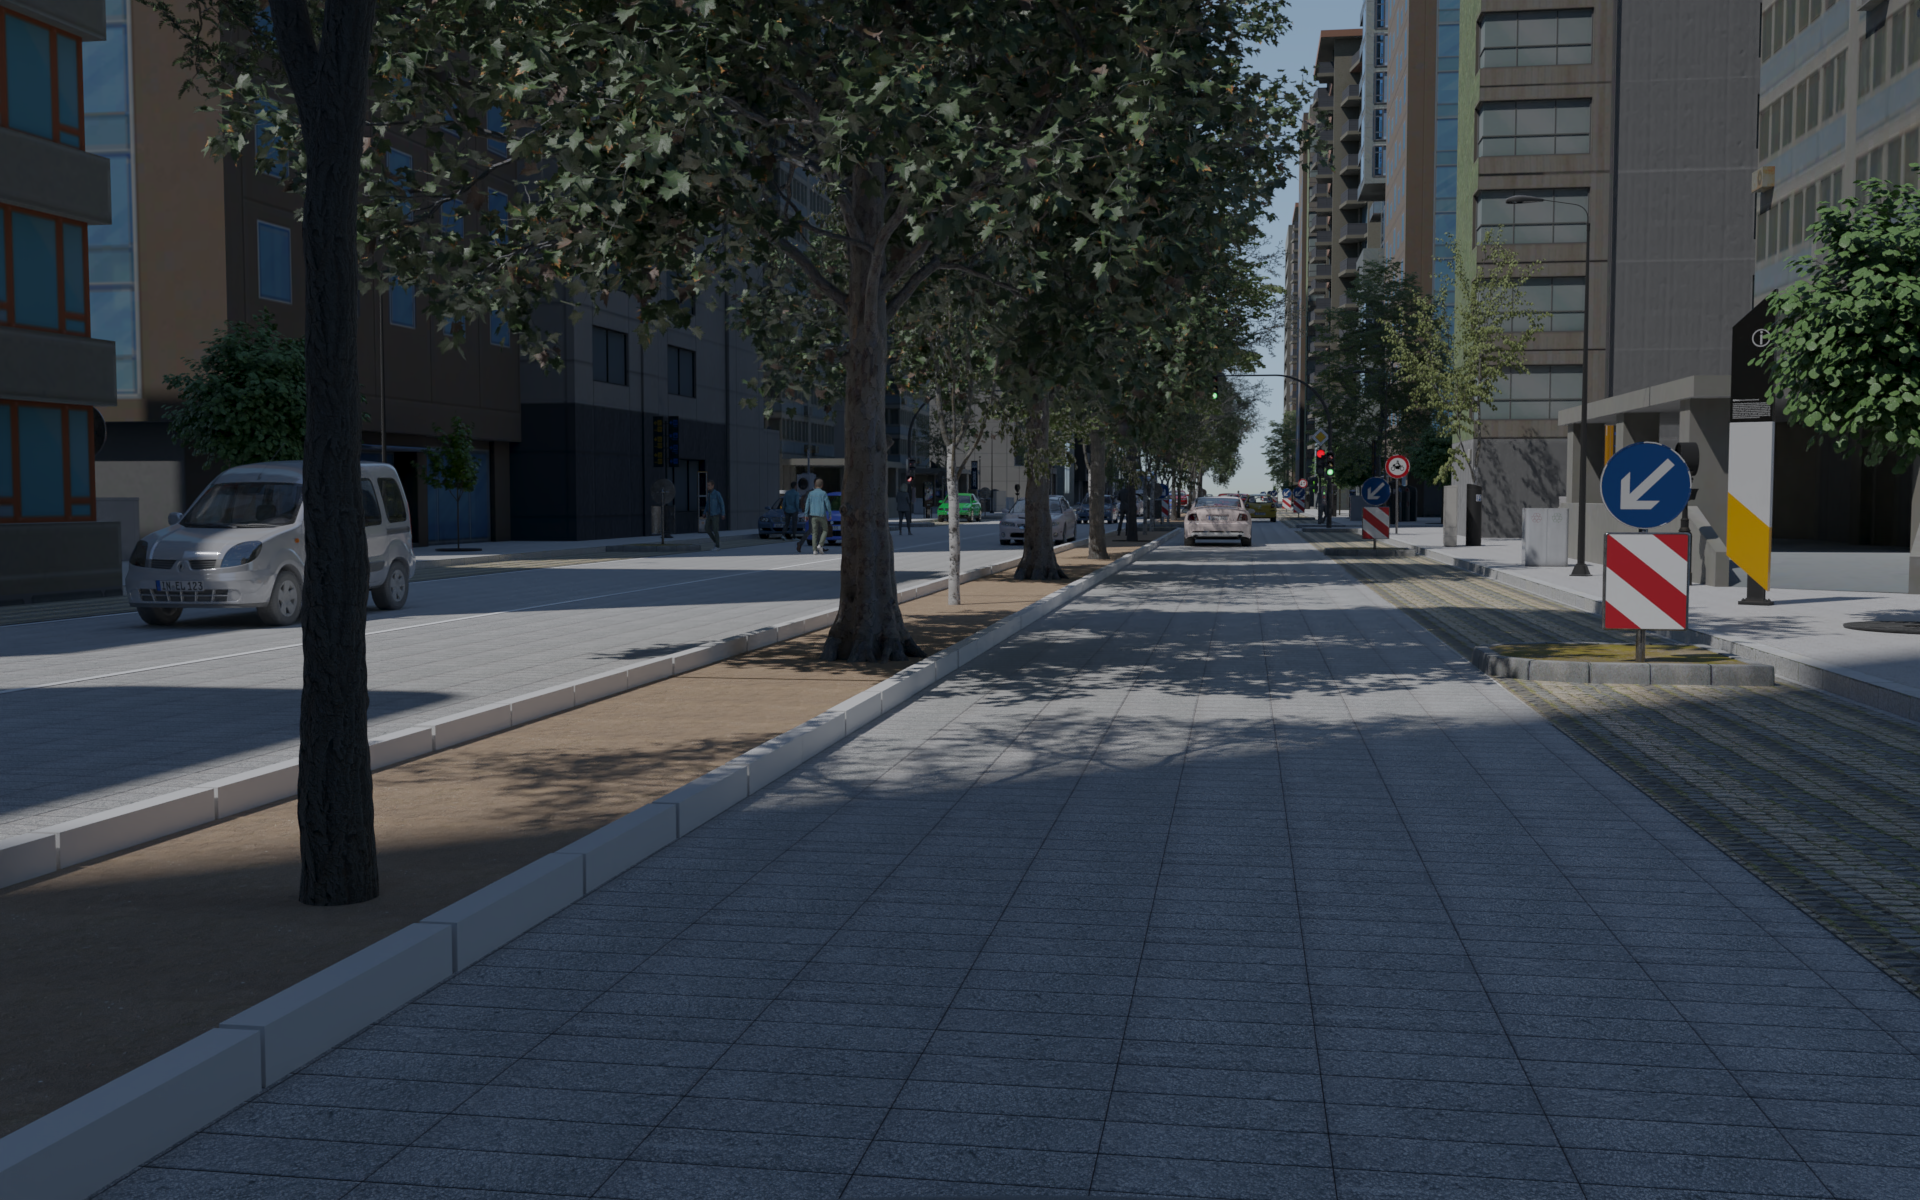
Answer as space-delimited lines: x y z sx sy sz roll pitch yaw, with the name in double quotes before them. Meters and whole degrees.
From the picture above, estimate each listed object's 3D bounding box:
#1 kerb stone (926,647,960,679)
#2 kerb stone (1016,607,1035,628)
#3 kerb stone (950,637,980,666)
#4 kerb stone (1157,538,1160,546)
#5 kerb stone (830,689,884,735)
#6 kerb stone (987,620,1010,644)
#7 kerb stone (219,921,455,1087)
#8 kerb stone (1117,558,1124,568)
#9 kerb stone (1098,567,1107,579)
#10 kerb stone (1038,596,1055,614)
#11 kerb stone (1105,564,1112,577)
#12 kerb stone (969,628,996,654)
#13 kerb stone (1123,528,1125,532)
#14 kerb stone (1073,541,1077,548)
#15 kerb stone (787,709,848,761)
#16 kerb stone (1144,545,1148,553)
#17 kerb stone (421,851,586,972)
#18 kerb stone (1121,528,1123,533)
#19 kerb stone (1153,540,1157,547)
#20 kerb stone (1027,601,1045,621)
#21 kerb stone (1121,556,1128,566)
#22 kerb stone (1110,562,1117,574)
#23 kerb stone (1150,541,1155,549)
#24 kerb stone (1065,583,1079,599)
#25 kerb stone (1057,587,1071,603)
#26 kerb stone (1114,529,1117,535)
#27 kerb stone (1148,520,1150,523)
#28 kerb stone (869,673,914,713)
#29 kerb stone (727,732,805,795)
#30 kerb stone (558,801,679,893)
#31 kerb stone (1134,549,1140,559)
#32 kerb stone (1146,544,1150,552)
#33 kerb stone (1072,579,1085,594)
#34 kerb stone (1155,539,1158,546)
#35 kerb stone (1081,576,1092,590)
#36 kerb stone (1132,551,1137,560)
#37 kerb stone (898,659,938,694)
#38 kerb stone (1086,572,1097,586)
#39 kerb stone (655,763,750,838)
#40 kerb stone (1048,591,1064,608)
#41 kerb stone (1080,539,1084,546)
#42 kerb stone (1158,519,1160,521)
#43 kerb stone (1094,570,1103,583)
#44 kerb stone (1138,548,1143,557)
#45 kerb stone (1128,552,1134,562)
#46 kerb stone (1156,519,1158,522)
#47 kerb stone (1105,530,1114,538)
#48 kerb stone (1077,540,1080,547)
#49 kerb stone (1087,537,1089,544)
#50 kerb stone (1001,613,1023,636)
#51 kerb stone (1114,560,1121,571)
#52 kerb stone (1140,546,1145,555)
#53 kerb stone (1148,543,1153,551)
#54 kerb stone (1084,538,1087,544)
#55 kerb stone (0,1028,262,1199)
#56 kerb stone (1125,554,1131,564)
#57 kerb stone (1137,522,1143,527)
"kerb stone" -0.160 0.514 13.787 0.120 0.150 1.000 1 4 9
"kerb stone" 0.670 0.209 18.845 0.120 0.150 1.000 1 4 9
"kerb stone" 0.011 0.453 14.800 0.120 0.150 1.000 1 4 9
"kerb stone" 5.306 -1.528 47.204 0.120 0.150 1.000 1 4 9
"kerb stone" -0.652 0.700 10.748 0.120 0.150 1.000 1 4 9
"kerb stone" 0.338 0.332 16.818 0.120 0.150 1.000 1 4 9
"kerb stone" -1.654 1.071 4.680 0.120 0.150 1.000 1 4 9
"kerb stone" 2.991 -0.660 33.024 0.120 0.150 1.000 1 4 9
"kerb stone" 2.322 -0.414 28.969 0.120 0.150 1.000 1 4 9
"kerb stone" 1.000 0.083 20.877 0.120 0.150 1.000 1 4 9
"kerb stone" 2.493 -0.475 29.980 0.120 0.150 1.000 1 4 9
"kerb stone" 0.175 0.391 15.809 0.120 0.150 1.000 1 4 9
"kerb stone" 5.882 -2.540 63.720 0.120 0.150 1.000 1 4 9
"kerb stone" 2.903 -1.425 45.487 0.120 0.150 1.000 1 4 9
"kerb stone" -0.819 0.766 9.740 0.120 0.150 1.000 1 4 9
"kerb stone" 4.314 -1.157 41.118 0.120 0.150 1.000 1 4 9
"kerb stone" -1.484 1.010 5.689 0.120 0.150 1.000 1 4 9
"kerb stone" 5.715 -2.478 62.706 0.120 0.150 1.000 1 4 9
"kerb stone" 4.975 -1.405 45.172 0.120 0.150 1.000 1 4 9
"kerb stone" 0.833 0.145 19.854 0.120 0.150 1.000 1 4 9
"kerb stone" 3.150 -0.724 34.034 0.120 0.150 1.000 1 4 9
"kerb stone" 2.663 -0.532 30.989 0.120 0.150 1.000 1 4 9
"kerb stone" 4.813 -1.343 44.149 0.120 0.150 1.000 1 4 9
"kerb stone" 1.497 -0.104 23.909 0.120 0.150 1.000 1 4 9
"kerb stone" 1.329 -0.042 22.901 0.120 0.150 1.000 1 4 9
"kerb stone" 5.221 -2.292 59.675 0.120 0.150 1.000 1 4 9
"kerb stone" 8.622 -3.560 80.452 0.120 0.150 1.000 1 4 9
"kerb stone" -0.484 0.638 11.761 0.120 0.150 1.000 1 4 9
"kerb stone" -0.979 0.824 8.730 0.120 0.150 1.000 1 4 9
"kerb stone" -1.319 0.953 6.711 0.120 0.150 1.000 1 4 9
"kerb stone" 3.819 -0.964 38.081 0.120 0.150 1.000 1 4 9
"kerb stone" 4.472 -1.219 42.133 0.120 0.150 1.000 1 4 9
"kerb stone" 1.658 -0.167 24.929 0.120 0.150 1.000 1 4 9
"kerb stone" 5.139 -1.460 46.189 0.120 0.150 1.000 1 4 9
"kerb stone" 1.831 -0.229 25.939 0.120 0.150 1.000 1 4 9
"kerb stone" 3.645 -0.910 37.073 0.120 0.150 1.000 1 4 9
"kerb stone" -0.329 0.576 12.777 0.120 0.150 1.000 1 4 9
"kerb stone" 1.994 -0.291 26.948 0.120 0.150 1.000 1 4 9
"kerb stone" -1.147 0.889 7.719 0.120 0.150 1.000 1 4 9
"kerb stone" 1.166 0.019 21.891 0.120 0.150 1.000 1 4 9
"kerb stone" 3.228 -1.549 47.529 0.120 0.150 1.000 1 4 9
"kerb stone" 10.766 -4.365 93.590 0.120 0.150 1.000 1 4 9
"kerb stone" 2.161 -0.352 27.958 0.120 0.150 1.000 1 4 9
"kerb stone" 3.980 -1.034 39.097 0.120 0.150 1.000 1 4 9
"kerb stone" 3.478 -0.848 36.054 0.120 0.150 1.000 1 4 9
"kerb stone" 9.780 -3.995 87.519 0.120 0.150 1.000 1 4 9
"kerb stone" 5.049 -2.228 58.664 0.120 0.150 1.000 1 4 9
"kerb stone" 3.055 -1.487 46.514 0.120 0.150 1.000 1 4 9
"kerb stone" 3.563 -1.673 49.553 0.120 0.150 1.000 1 4 9
"kerb stone" 0.501 0.267 17.836 0.120 0.150 1.000 1 4 9
"kerb stone" 2.825 -0.600 31.998 0.120 0.150 1.000 1 4 9
"kerb stone" 4.146 -1.095 40.106 0.120 0.150 1.000 1 4 9
"kerb stone" 4.646 -1.278 43.141 0.120 0.150 1.000 1 4 9
"kerb stone" 3.396 -1.607 48.538 0.120 0.150 1.000 1 4 9
"kerb stone" -1.816 1.136 3.670 0.120 0.150 1.000 1 4 9
"kerb stone" 3.321 -0.784 35.042 0.120 0.150 1.000 1 4 9
"kerb stone" 8.124 -3.377 77.427 0.120 0.150 1.000 1 4 9
